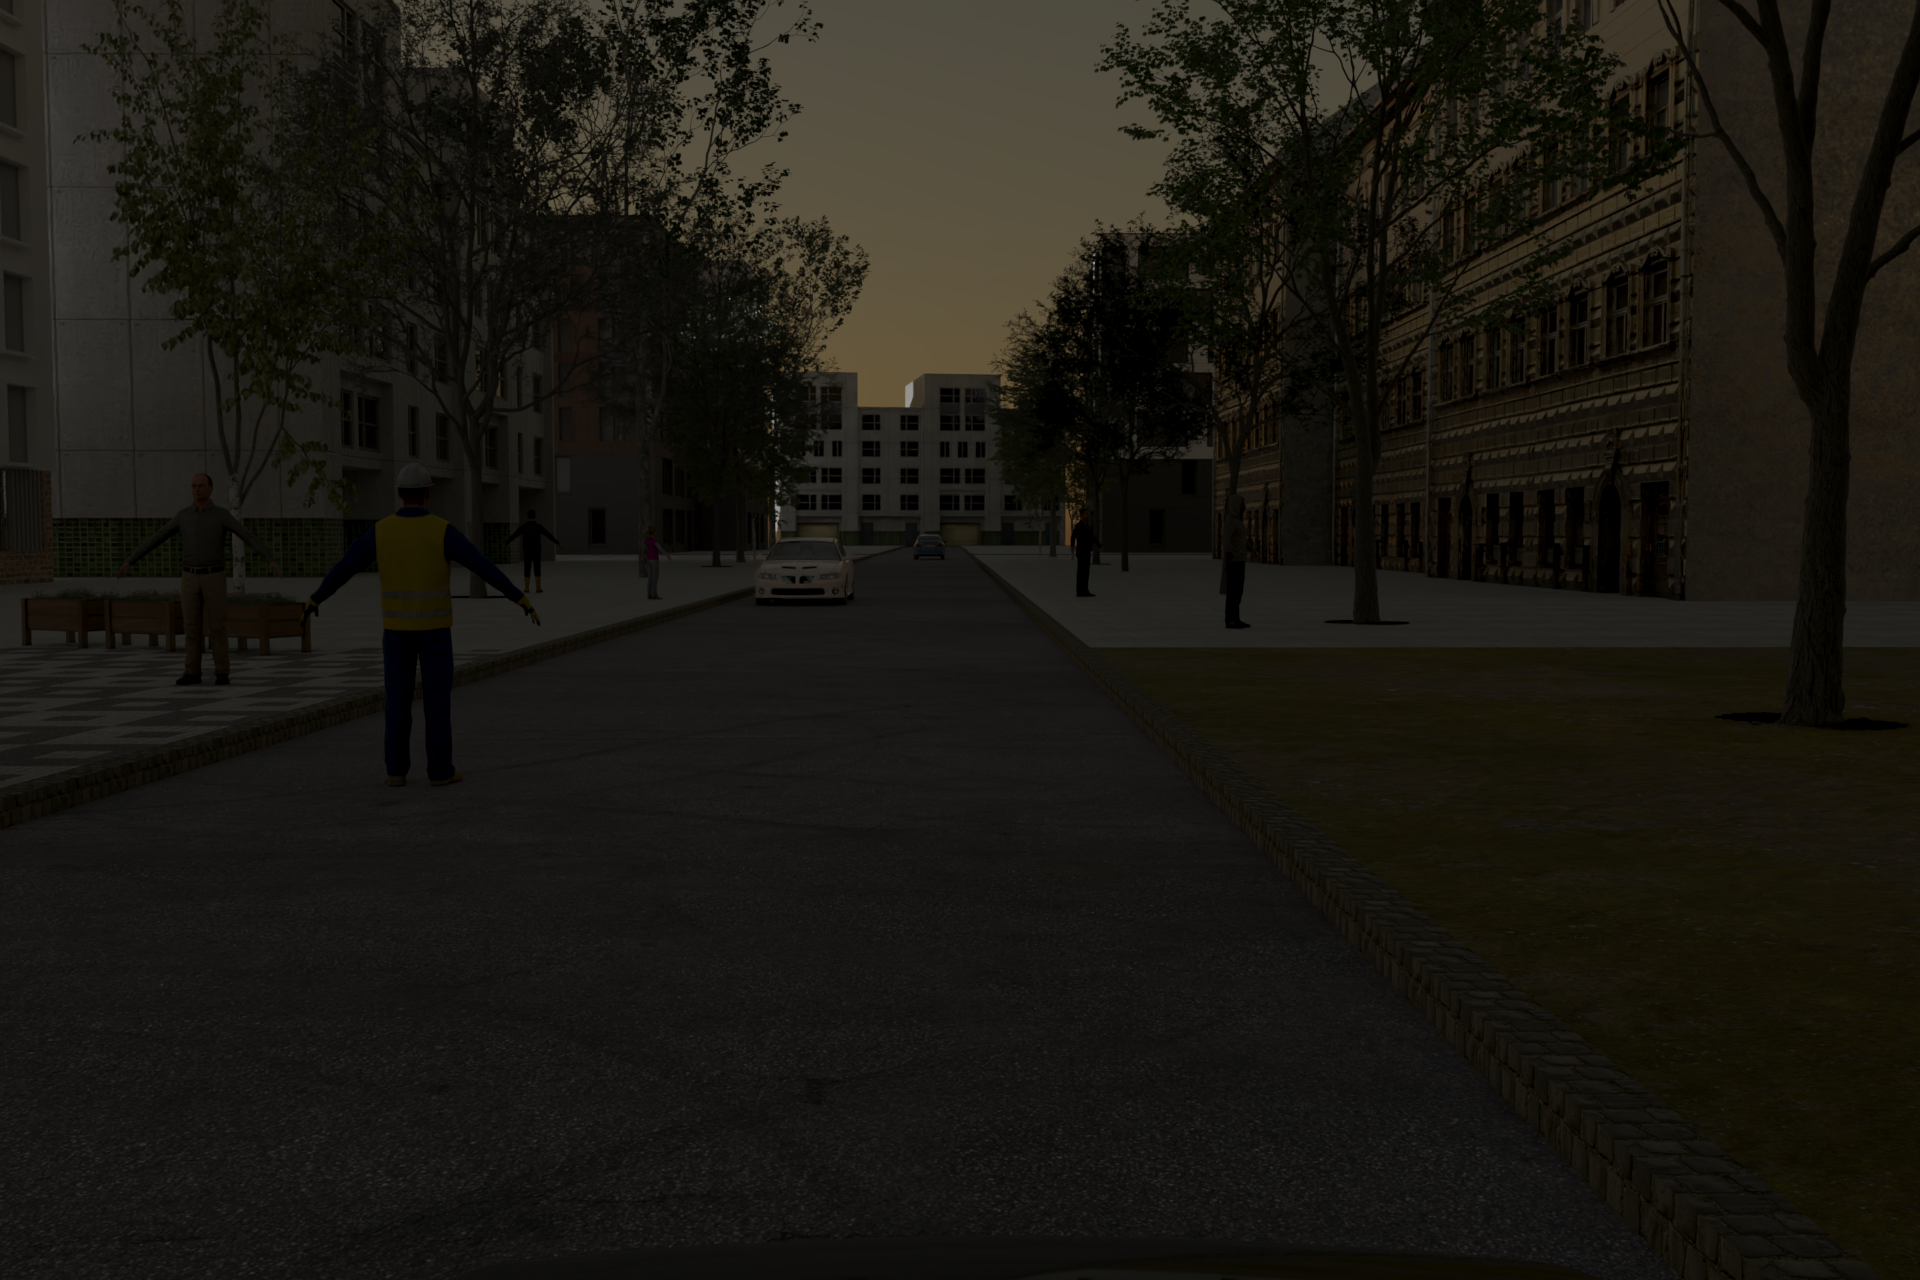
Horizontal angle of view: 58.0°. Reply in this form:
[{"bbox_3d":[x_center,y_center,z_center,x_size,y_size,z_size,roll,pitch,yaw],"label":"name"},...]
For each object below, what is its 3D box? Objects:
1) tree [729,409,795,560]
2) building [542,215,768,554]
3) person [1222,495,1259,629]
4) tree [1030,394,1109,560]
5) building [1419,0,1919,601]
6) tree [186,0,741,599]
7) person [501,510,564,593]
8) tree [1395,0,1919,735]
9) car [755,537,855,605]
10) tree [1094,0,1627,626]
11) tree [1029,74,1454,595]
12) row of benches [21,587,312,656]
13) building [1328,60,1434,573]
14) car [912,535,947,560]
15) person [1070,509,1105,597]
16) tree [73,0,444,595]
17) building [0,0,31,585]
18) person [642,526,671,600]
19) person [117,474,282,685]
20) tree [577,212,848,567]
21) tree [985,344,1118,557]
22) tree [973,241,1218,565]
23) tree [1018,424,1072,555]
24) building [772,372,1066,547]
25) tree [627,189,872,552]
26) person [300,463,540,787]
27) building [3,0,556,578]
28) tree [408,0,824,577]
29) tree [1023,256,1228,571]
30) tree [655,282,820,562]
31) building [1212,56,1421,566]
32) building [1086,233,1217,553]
[{"bbox_3d":[-10.263,-8.351,86.897,4.737,8.622,4.395,0,3,0],"label":"tree"},{"bbox_3d":[-30.029,-17.340,127.486,27.936,21.610,32.646,0,4,1],"label":"building"},{"bbox_3d":[3.784,-1.068,23.596,0.705,1.813,1.348,2,4,25],"label":"person"},{"bbox_3d":[5.577,-8.226,84.854,4.360,8.622,3.978,0,3,0],"label":"tree"},{"bbox_3d":[23.035,-12.879,41.498,19.493,23.208,18.063,0,3,0],"label":"building"},{"bbox_3d":[-9.609,-7.567,34.093,12.009,13.543,11.850,0,3,0],"label":"tree"},{"bbox_3d":[-9.356,-1.942,37.886,1.346,1.812,0.704,0,4,-7],"label":"person"},{"bbox_3d":[5.693,-5.225,11.185,9.928,11.665,9.643,0,3,0],"label":"tree"},{"bbox_3d":[-3.222,-1.477,36.505,2.083,1.381,4.827,0,4,0],"label":"car"},{"bbox_3d":[5.763,-6.041,24.528,9.928,11.665,9.643,0,3,0],"label":"tree"},{"bbox_3d":[5.618,-6.222,36.143,8.767,10.594,7.601,0,4,2],"label":"tree"},{"bbox_3d":[-8.840,-0.234,19.295,4.104,0.672,1.422,2,4,27],"label":"row of benches"},{"bbox_3d":[24.335,-14.022,60.183,19.493,23.208,18.063,0,4,0],"label":"building"},{"bbox_3d":[-1.726,-5.268,98.138,2.014,1.417,4.499,0,4,0],"label":"car"},{"bbox_3d":[2.559,-1.788,35.465,0.704,1.802,1.346,2,4,32],"label":"person"},{"bbox_3d":[-9.008,-4.371,21.832,4.737,8.622,4.395,0,3,0],"label":"tree"},{"bbox_3d":[-28.789,-10.765,32.429,16.016,20.090,11.380,0,4,-1],"label":"building"},{"bbox_3d":[-5.965,-1.510,33.948,0.599,1.433,0.991,-3,5,-42],"label":"person"},{"bbox_3d":[-6.462,-0.521,14.787,1.348,1.796,0.705,0,4,-6],"label":"person"},{"bbox_3d":[-9.404,-9.560,66.671,12.009,13.543,11.850,0,3,0],"label":"tree"},{"bbox_3d":[4.837,-10.936,96.933,7.486,12.596,7.792,0,3,0],"label":"tree"},{"bbox_3d":[5.750,-9.896,72.164,12.009,13.543,11.850,0,3,0],"label":"tree"},{"bbox_3d":[4.724,-9.459,105.009,4.360,8.622,3.978,0,3,0],"label":"tree"},{"bbox_3d":[-5.161,-20.087,197.338,31.486,18.905,16.747,-1,4,-9],"label":"building"},{"bbox_3d":[-11.642,-14.705,96.312,12.611,20.169,13.585,0,3,0],"label":"tree"},{"bbox_3d":[-3.098,-0.090,9.902,1.349,1.833,0.705,0,4,-5],"label":"person"},{"bbox_3d":[-27.300,-12.198,65.903,16.747,18.905,31.486,0,4,-1],"label":"building"},{"bbox_3d":[-10.388,-11.852,49.666,12.611,20.169,13.585,0,3,0],"label":"tree"},{"bbox_3d":[5.386,-7.623,59.048,7.601,10.594,8.767,-3,4,-36],"label":"tree"},{"bbox_3d":[-10.388,-9.805,78.437,7.486,12.596,7.792,0,3,0],"label":"tree"},{"bbox_3d":[22.211,-15.154,78.701,19.493,23.208,18.063,0,4,0],"label":"building"},{"bbox_3d":[23.492,-17.751,134.199,27.936,21.610,32.646,0,4,0],"label":"building"}]
